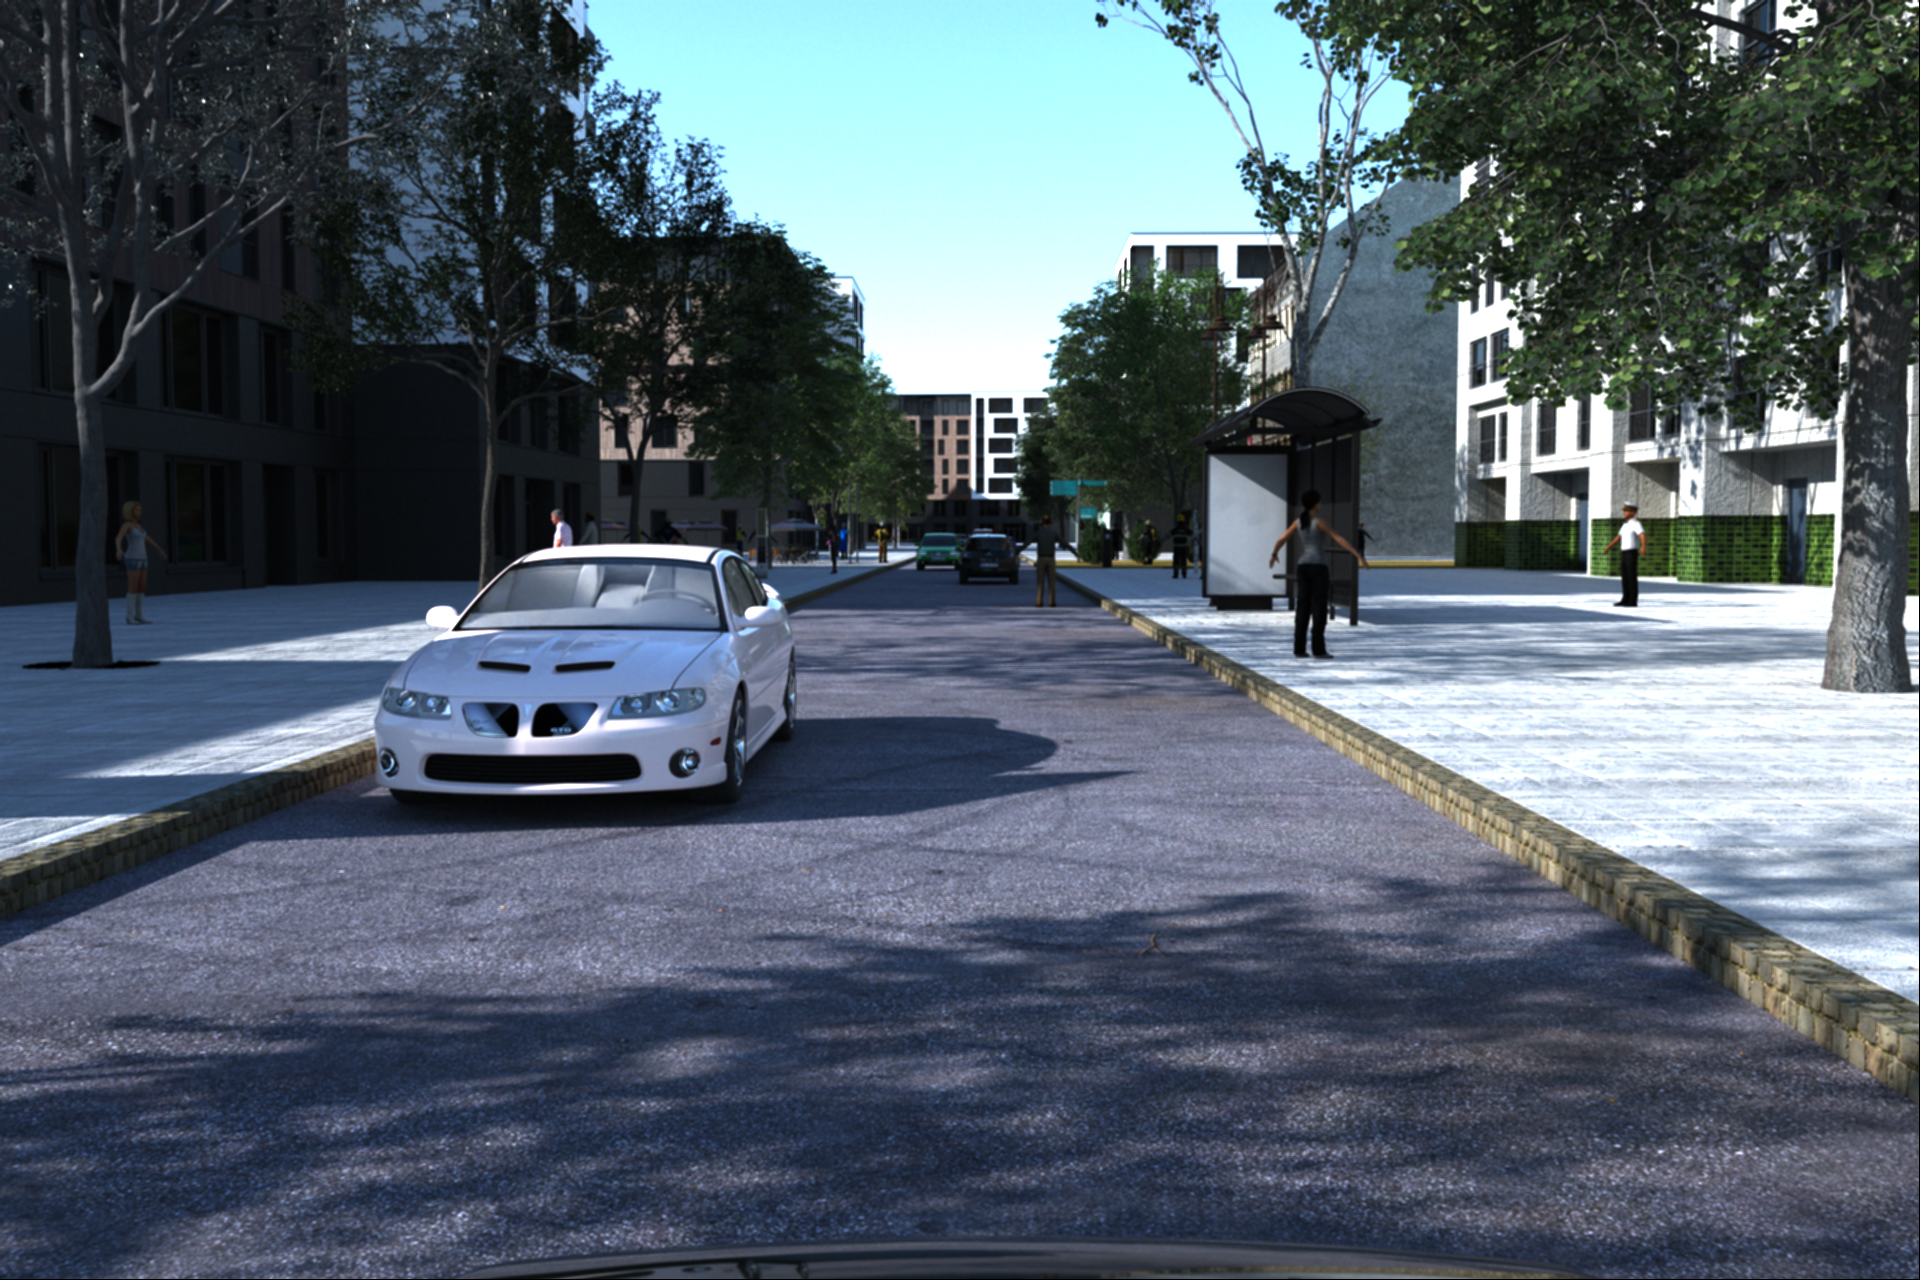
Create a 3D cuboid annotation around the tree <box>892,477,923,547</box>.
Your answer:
[{"bbox_3d":[-5.780,-13.413,169.670,4.737,8.622,4.395,0,3,0],"label":"tree"}]

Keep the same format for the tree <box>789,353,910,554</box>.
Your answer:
[{"bbox_3d":[-6.998,-11.685,109.183,7.486,12.596,7.792,0,3,0],"label":"tree"}]

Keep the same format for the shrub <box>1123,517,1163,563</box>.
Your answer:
[{"bbox_3d":[8.110,-4.442,76.661,1.661,2.075,1.752,0,3,0],"label":"shrub"}]

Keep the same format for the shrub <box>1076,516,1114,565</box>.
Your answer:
[{"bbox_3d":[5.642,-4.146,72.204,1.690,2.028,1.600,0,3,0],"label":"shrub"}]

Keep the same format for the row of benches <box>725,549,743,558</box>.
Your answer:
[{"bbox_3d":[-10.110,-3.307,69.538,1.422,0.672,4.104,2,4,26],"label":"row of benches"}]

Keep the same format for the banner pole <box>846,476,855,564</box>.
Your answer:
[{"bbox_3d":[-4.695,-5.152,74.250,0.401,3.779,0.863,0,4,0],"label":"banner pole"}]

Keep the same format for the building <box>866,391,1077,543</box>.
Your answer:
[{"bbox_3d":[0.962,-25.353,260.949,32.646,21.610,27.936,0,4,6],"label":"building"}]

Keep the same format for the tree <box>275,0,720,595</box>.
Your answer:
[{"bbox_3d":[-7.412,-5.721,27.948,7.601,10.594,8.767,-1,4,-14],"label":"tree"}]

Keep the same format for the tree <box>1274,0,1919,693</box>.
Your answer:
[{"bbox_3d":[7.385,-6.561,13.923,9.857,13.997,8.962,0,3,0],"label":"tree"}]

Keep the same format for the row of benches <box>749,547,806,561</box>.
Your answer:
[{"bbox_3d":[-8.682,-4.137,83.105,1.422,0.672,4.104,2,4,28],"label":"row of benches"}]

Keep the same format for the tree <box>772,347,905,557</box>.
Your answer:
[{"bbox_3d":[-6.915,-10.445,96.525,9.928,11.665,9.643,0,3,0],"label":"tree"}]

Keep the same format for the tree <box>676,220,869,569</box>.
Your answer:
[{"bbox_3d":[-6.918,-8.883,63.371,7.486,12.596,7.792,0,3,0],"label":"tree"}]

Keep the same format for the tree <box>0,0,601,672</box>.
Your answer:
[{"bbox_3d":[-8.204,-6.479,16.302,12.009,13.543,11.850,0,3,0],"label":"tree"}]

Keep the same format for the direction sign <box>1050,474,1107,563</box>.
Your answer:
[{"bbox_3d":[5.268,-5.366,76.489,2.525,3.948,1.411,0,4,0],"label":"direction sign"}]

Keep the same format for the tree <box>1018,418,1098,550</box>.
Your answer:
[{"bbox_3d":[7.986,-12.446,137.899,7.601,10.594,8.767,1,4,8],"label":"tree"}]

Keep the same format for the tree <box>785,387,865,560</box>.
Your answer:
[{"bbox_3d":[-6.810,-8.246,85.188,4.737,8.622,4.395,0,3,0],"label":"tree"}]

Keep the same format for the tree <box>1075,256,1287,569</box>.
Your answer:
[{"bbox_3d":[8.114,-8.454,63.977,9.928,11.665,9.643,0,3,0],"label":"tree"}]

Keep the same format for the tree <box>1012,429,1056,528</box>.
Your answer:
[{"bbox_3d":[8.882,-14.871,168.900,9.928,11.665,9.643,0,3,0],"label":"tree"}]

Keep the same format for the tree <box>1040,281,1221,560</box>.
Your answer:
[{"bbox_3d":[8.351,-10.965,85.930,9.857,13.997,8.962,0,3,0],"label":"tree"}]

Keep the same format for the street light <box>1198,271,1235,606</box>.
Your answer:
[{"bbox_3d":[4.524,-3.543,30.718,0.468,5.910,1.993,0,4,1],"label":"street light"}]

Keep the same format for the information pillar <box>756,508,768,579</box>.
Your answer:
[{"bbox_3d":[-5.675,-2.765,49.696,0.304,2.012,0.304,0,4,0],"label":"information pillar"}]

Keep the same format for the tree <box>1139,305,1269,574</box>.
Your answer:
[{"bbox_3d":[7.635,-6.420,55.335,4.737,8.622,4.395,0,3,0],"label":"tree"}]

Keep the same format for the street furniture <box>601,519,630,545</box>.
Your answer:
[{"bbox_3d":[-28.444,-4.147,72.837,27.439,1.986,14.083,0,4,2],"label":"street furniture"}]

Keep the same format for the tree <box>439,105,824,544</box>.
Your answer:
[{"bbox_3d":[-7.361,-6.361,38.416,8.767,10.594,7.601,0,4,-8],"label":"tree"}]

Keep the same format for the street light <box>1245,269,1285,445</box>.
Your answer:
[{"bbox_3d":[5.345,-3.531,30.522,0.468,5.910,1.993,0,4,0],"label":"street light"}]

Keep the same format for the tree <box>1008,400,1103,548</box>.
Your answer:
[{"bbox_3d":[9.294,-15.456,159.364,9.857,13.997,8.962,0,3,0],"label":"tree"}]

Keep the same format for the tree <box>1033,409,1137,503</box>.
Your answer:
[{"bbox_3d":[8.143,-10.783,110.719,7.601,10.594,8.767,1,4,14],"label":"tree"}]

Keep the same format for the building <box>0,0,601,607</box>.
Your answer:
[{"bbox_3d":[-26.991,-12.275,44.664,27.936,21.610,32.646,0,4,2],"label":"building"}]

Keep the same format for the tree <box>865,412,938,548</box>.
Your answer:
[{"bbox_3d":[-5.879,-14.774,159.677,7.486,12.596,7.792,0,3,0],"label":"tree"}]

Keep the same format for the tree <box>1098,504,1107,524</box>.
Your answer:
[{"bbox_3d":[21.420,-18.908,259.513,4.360,8.622,3.978,0,3,0],"label":"tree"}]

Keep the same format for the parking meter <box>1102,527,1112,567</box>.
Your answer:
[{"bbox_3d":[5.668,-3.564,66.684,0.372,1.533,0.369,0,3,0],"label":"parking meter"}]

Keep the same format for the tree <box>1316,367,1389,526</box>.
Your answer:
[{"bbox_3d":[17.276,-7.661,75.622,4.360,8.622,3.978,0,3,0],"label":"tree"}]

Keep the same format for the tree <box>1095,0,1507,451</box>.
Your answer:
[{"bbox_3d":[9.488,-11.260,39.994,12.611,20.169,13.585,0,3,0],"label":"tree"}]

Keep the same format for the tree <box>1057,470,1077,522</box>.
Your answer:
[{"bbox_3d":[8.710,-10.627,124.118,4.737,8.622,4.395,0,3,0],"label":"tree"}]

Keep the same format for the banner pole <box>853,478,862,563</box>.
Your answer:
[{"bbox_3d":[-4.617,-5.385,78.062,0.401,3.779,0.863,0,3,0],"label":"banner pole"}]

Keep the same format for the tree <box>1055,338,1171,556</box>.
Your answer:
[{"bbox_3d":[8.967,-11.054,98.858,7.486,12.596,7.792,0,3,0],"label":"tree"}]

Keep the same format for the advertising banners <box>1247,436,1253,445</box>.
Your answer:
[{"bbox_3d":[4.995,-2.111,30.708,0.090,3.025,2.074,0,4,1],"label":"advertising banners"}]
